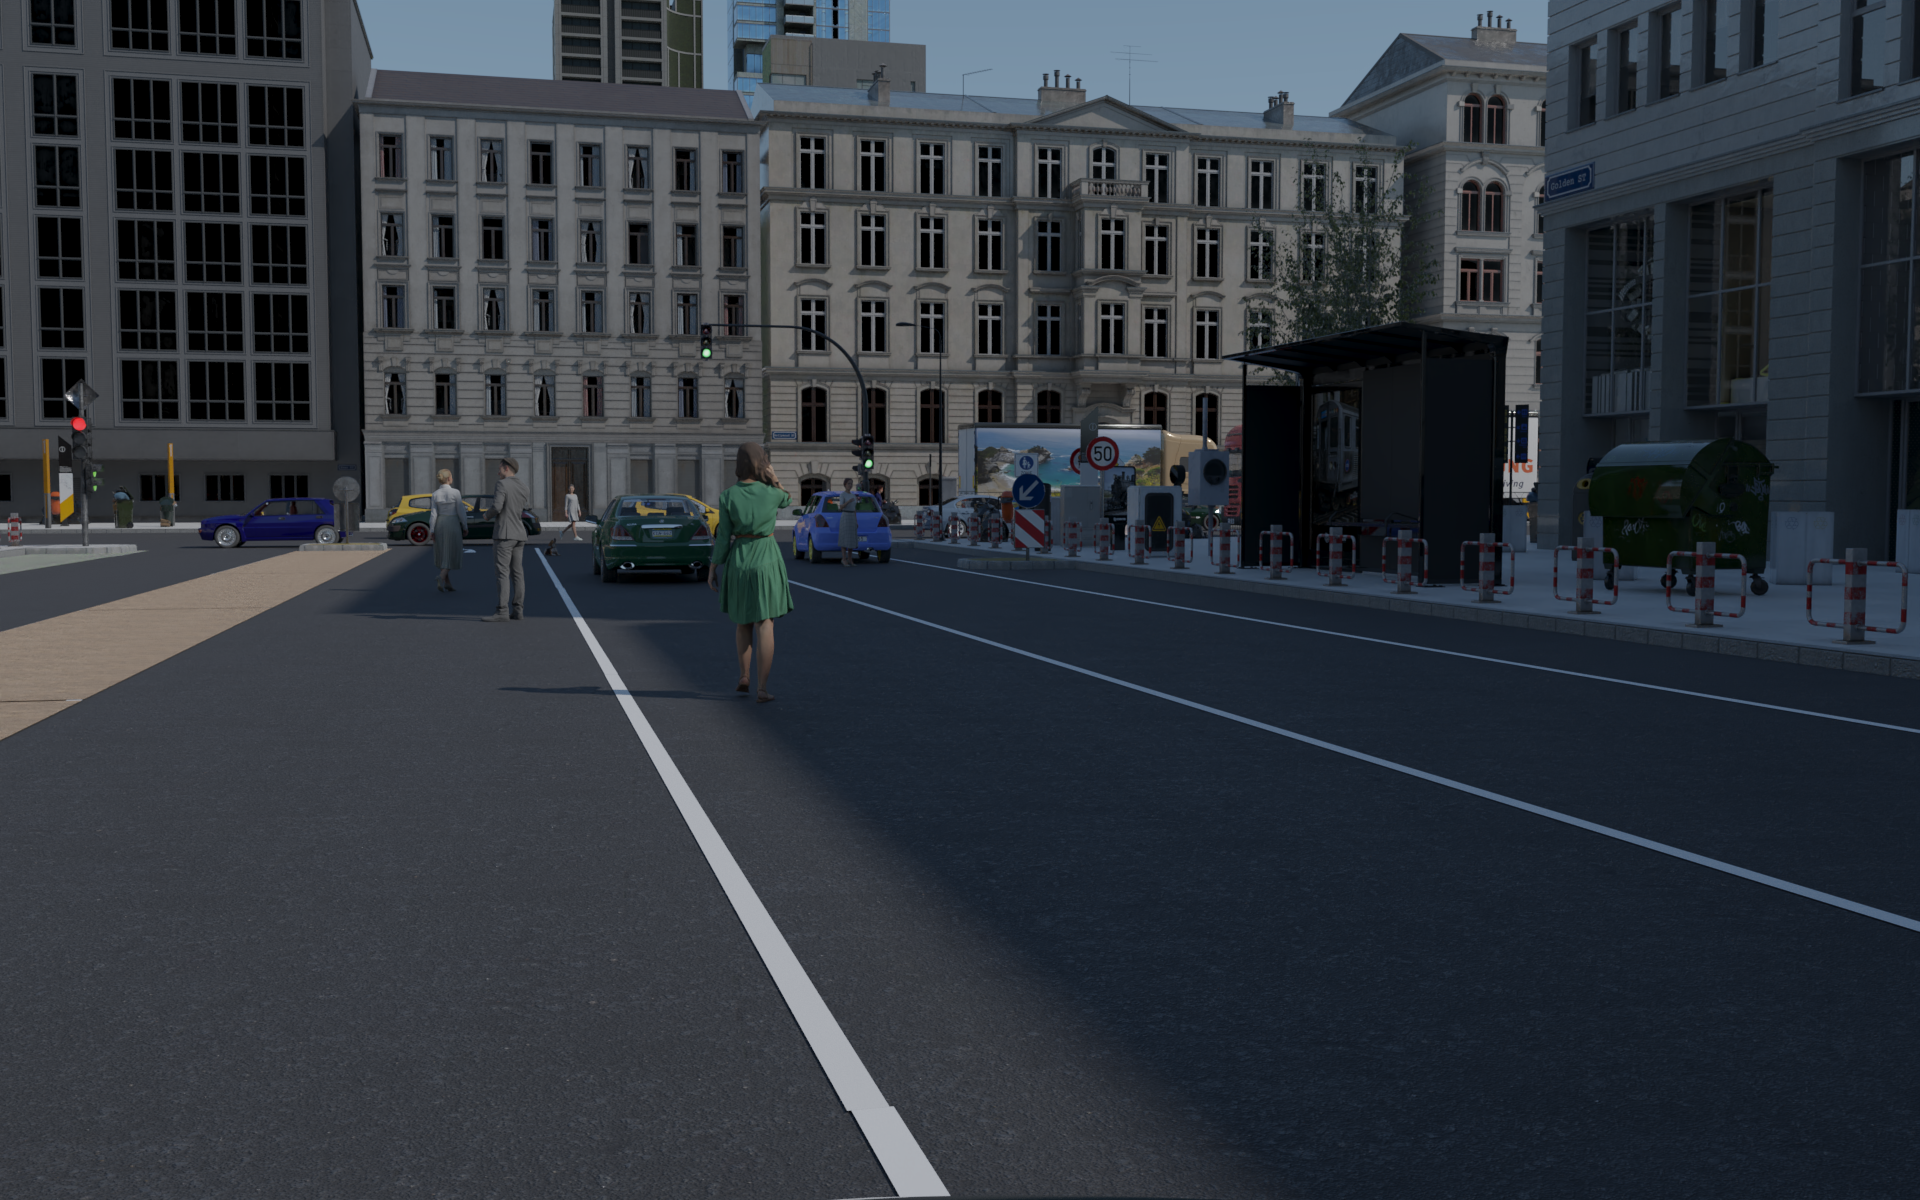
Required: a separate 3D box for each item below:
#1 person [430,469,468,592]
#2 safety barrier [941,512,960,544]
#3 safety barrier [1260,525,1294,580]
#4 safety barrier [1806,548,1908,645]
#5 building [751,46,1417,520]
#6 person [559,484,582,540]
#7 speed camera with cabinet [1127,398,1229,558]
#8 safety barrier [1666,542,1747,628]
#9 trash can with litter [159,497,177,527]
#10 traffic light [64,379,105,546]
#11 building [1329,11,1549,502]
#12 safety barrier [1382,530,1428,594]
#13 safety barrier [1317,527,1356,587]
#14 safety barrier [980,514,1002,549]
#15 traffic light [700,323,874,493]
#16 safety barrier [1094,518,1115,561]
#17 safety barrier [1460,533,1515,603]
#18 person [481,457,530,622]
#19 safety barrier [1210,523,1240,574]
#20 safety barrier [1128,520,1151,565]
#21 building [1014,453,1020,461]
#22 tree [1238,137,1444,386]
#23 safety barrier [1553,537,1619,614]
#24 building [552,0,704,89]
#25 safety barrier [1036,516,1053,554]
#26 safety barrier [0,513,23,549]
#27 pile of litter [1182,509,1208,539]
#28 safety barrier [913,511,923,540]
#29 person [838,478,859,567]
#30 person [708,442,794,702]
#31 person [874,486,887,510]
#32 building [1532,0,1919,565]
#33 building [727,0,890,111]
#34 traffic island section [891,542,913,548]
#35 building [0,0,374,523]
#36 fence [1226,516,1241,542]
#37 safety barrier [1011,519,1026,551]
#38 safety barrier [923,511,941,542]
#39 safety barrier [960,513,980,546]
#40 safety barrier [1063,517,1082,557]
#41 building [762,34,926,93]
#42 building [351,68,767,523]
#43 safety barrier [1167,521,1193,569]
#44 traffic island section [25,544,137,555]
[{"bbox_3d":[-7.505,-1.013,25.282,0.478,1.798,0.641,1,4,16],"label":"person"},{"bbox_3d":[-0.148,-1.851,44.538,0.300,0.817,1.120,-1,4,-15],"label":"safety barrier"},{"bbox_3d":[4.738,-0.714,25.954,0.300,0.817,1.120,-1,4,-15],"label":"safety barrier"},{"bbox_3d":[7.664,-0.034,14.827,0.300,0.817,1.120,-1,4,-15],"label":"safety barrier"},{"bbox_3d":[5.852,-16.734,92.679,34.723,24.649,14.460,-1,4,-15],"label":"building"},{"bbox_3d":[-12.089,-2.720,53.719,0.760,1.731,0.466,0,4,5],"label":"person"},{"bbox_3d":[4.449,-2.503,35.252,2.038,3.252,0.660,-1,4,-19],"label":"speed camera with cabinet"},{"bbox_3d":[7.178,-0.147,16.685,0.300,0.817,1.120,-1,4,-15],"label":"safety barrier"},{"bbox_3d":[-30.901,-3.435,67.549,0.624,1.170,1.055,-1,4,-21],"label":"trash can with litter"},{"bbox_3d":[-21.428,-3.269,42.364,0.839,4.253,0.868,-1,4,-15],"label":"traffic light"},{"bbox_3d":[34.634,-19.116,99.937,23.554,28.519,14.401,-1,4,-15],"label":"building"},{"bbox_3d":[5.711,-0.488,22.246,0.300,0.817,1.120,-1,4,-15],"label":"safety barrier"},{"bbox_3d":[5.229,-0.601,24.101,0.300,0.817,1.120,-1,4,-15],"label":"safety barrier"},{"bbox_3d":[0.828,-1.623,40.811,0.300,0.817,1.120,-1,4,-15],"label":"safety barrier"},{"bbox_3d":[-4.610,-4.402,46.645,4.771,5.953,1.251,-1,4,-15],"label":"traffic light"},{"bbox_3d":[2.779,-1.169,33.393,0.300,0.817,1.120,-1,4,-15],"label":"safety barrier"},{"bbox_3d":[6.203,-0.374,20.393,0.300,0.817,1.120,-1,4,-15],"label":"safety barrier"},{"bbox_3d":[-5.197,-0.695,19.672,0.447,1.846,0.655,1,4,20],"label":"person"},{"bbox_3d":[4.254,-0.828,27.809,0.300,0.817,1.120,-1,4,-15],"label":"safety barrier"},{"bbox_3d":[3.268,-1.055,31.532,0.300,0.817,1.120,-1,4,-15],"label":"safety barrier"},{"bbox_3d":[1.562,-35.009,255.983,14.086,41.232,14.154,-1,4,-15],"label":"building"},{"bbox_3d":[7.884,-5.175,34.969,4.360,8.622,3.978,0,3,0],"label":"tree"},{"bbox_3d":[6.691,-0.261,18.539,0.300,0.817,1.120,-1,4,-15],"label":"safety barrier"},{"bbox_3d":[-46.591,-49.361,245.304,20.611,71.187,20.563,-1,4,-15],"label":"building"},{"bbox_3d":[1.806,-1.396,37.104,0.300,0.817,1.120,-1,4,-15],"label":"safety barrier"},{"bbox_3d":[-23.095,-1.715,42.319,0.300,0.817,1.120,-1,4,-15],"label":"safety barrier"},{"bbox_3d":[6.384,-2.205,50.022,1.719,0.858,1.176,1,4,14],"label":"pile of litter"},{"bbox_3d":[-1.133,-2.079,48.264,0.300,0.817,1.120,-1,4,-15],"label":"safety barrier"},{"bbox_3d":[-2.154,-1.538,34.208,0.524,1.755,0.480,3,4,38],"label":"person"},{"bbox_3d":[-1.452,-0.204,12.087,0.600,1.795,0.529,-1,4,-11],"label":"person"},{"bbox_3d":[-2.904,-3.290,62.994,0.504,1.737,0.576,0,4,-1],"label":"person"},{"bbox_3d":[22.403,-15.239,26.653,11.434,29.767,29.804,-1,4,-15],"label":"building"},{"bbox_3d":[-21.558,-57.538,253.418,31.000,86.520,22.319,-1,4,-15],"label":"building"},{"bbox_3d":[-2.567,-1.539,47.438,2.009,0.180,2.903,-1,4,-15],"label":"traffic island section"},{"bbox_3d":[-40.267,-17.564,80.681,24.014,27.812,14.314,-1,4,-15],"label":"building"},{"bbox_3d":[8.060,-1.919,46.747,2.069,0.683,0.278,-1,4,-22],"label":"fence"},{"bbox_3d":[1.318,-1.510,38.957,0.300,0.817,1.120,-1,4,-15],"label":"safety barrier"},{"bbox_3d":[-0.641,-1.964,46.393,0.300,0.817,1.120,-1,4,-15],"label":"safety barrier"},{"bbox_3d":[0.341,-1.736,42.665,0.300,0.817,1.120,-1,4,-15],"label":"safety barrier"},{"bbox_3d":[2.292,-1.283,35.247,0.300,0.817,1.120,-1,4,-15],"label":"safety barrier"},{"bbox_3d":[-11.351,-29.120,159.706,14.154,41.232,14.086,-1,4,-15],"label":"building"},{"bbox_3d":[-18.995,-14.310,83.117,18.267,20.994,9.793,-1,4,-15],"label":"building"},{"bbox_3d":[3.765,-0.941,29.663,0.300,0.817,1.120,-1,4,-15],"label":"safety barrier"},{"bbox_3d":[-21.469,-1.236,42.488,2.009,0.180,2.903,-1,4,-15],"label":"traffic island section"}]
